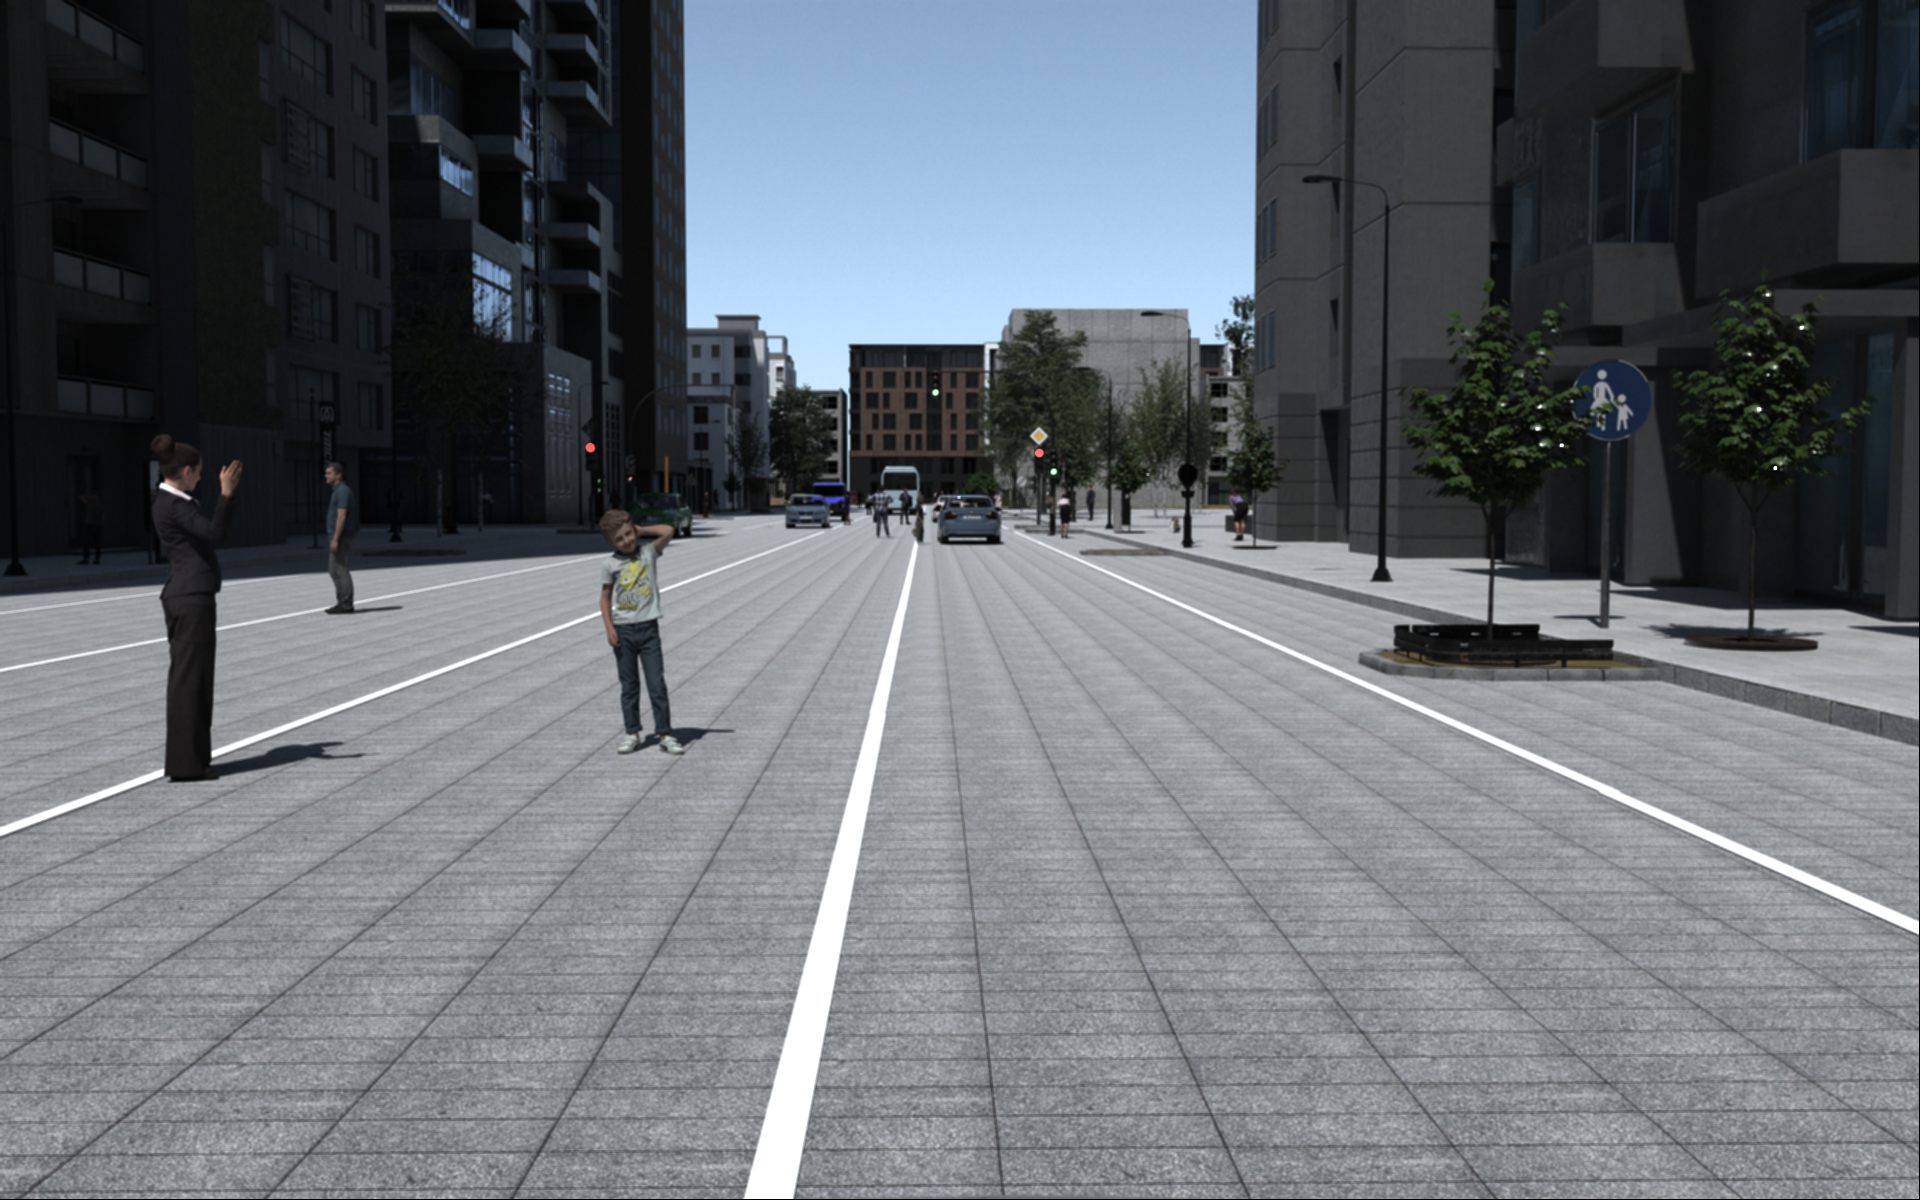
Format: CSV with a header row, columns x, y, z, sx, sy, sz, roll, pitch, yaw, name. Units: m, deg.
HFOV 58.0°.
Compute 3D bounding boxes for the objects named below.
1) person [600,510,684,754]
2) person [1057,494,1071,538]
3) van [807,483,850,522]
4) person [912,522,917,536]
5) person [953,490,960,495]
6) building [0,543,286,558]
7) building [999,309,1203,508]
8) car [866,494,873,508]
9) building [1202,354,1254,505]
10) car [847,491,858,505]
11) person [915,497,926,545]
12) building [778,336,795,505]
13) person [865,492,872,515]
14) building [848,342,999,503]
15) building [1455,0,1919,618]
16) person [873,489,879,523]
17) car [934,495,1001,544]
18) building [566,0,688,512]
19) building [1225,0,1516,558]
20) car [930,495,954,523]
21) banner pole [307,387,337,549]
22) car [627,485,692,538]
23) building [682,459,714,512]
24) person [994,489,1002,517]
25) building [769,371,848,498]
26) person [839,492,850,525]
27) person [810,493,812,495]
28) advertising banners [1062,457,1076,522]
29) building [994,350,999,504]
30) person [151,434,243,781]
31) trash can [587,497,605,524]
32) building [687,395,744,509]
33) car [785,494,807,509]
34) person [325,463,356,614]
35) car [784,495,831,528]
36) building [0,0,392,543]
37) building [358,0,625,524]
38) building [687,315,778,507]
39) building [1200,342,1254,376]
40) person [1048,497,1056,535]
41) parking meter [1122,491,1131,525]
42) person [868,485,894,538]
x,y,z,sx,sy,sz,roll,pitch,yaw,name
-1.765,0.172,9.591,0.435,1.345,0.340,-1,4,-15,person
3.405,-2.718,56.131,0.628,1.438,0.799,-2,4,-31,person
-6.908,-5.340,91.699,2.240,2.365,5.245,0,4,-2,van
-1.420,-2.408,58.352,0.381,0.543,0.357,0,4,3,person
-0.290,-6.912,122.191,0.565,1.739,0.600,-2,4,-25,person
-24.128,-21.560,36.107,14.154,41.232,14.086,0,4,-1,building
13.225,-18.808,173.962,16.747,18.905,31.486,0,4,-1,building
-8.723,-10.375,179.415,2.009,1.686,4.222,0,4,-1,car
44.719,-21.245,213.815,31.486,18.905,16.747,0,4,-1,building
-13.901,-12.905,219.675,2.281,1.827,5.304,0,4,-1,car
-1.101,-2.249,49.180,0.340,1.345,0.435,0,4,-8,person
-26.286,-21.808,212.987,11.380,20.091,16.016,0,4,-1,building
-6.212,-6.550,117.805,0.590,1.554,0.614,-2,4,-24,person
0.918,-24.660,247.162,32.646,21.610,27.936,0,4,-1,building
19.816,-24.359,17.884,23.786,49.044,30.456,0,4,-1,building
-4.121,-4.772,87.217,0.565,1.739,0.600,1,4,22,person
0.242,-2.378,50.878,2.014,1.417,4.499,0,4,-2,car
-25.432,-28.154,110.433,14.600,45.320,14.200,0,4,-1,building
18.944,-30.878,46.863,21.231,58.520,28.212,0,4,-1,building
-0.459,-4.638,88.196,2.083,1.381,4.827,0,4,-2,car
-15.068,-3.114,40.933,0.401,3.779,0.863,2,4,34,banner pole
-10.009,-2.988,57.646,1.959,1.807,4.718,0,4,-2,car
-29.166,-42.122,126.950,20.563,71.187,20.611,0,4,-1,building
2.355,-6.001,107.286,0.551,1.740,0.621,1,4,13,person
-31.825,-22.911,241.058,31.486,18.905,16.747,0,4,-1,building
-5.352,-4.251,80.381,0.546,1.535,0.453,0,4,1,person
-10.884,-7.221,128.016,0.517,1.644,0.566,0,4,7,person
5.025,-5.133,80.115,0.090,3.025,2.074,-1,4,-14,advertising banners
12.977,-20.754,205.788,16.747,18.905,31.486,0,4,-1,building
-3.760,0.038,8.689,0.742,1.727,0.445,2,4,24,person
-15.696,-3.861,74.778,0.748,1.137,0.748,0,3,0,trash can
-24.645,-13.407,161.353,9.099,9.664,28.070,0,4,-1,building
-10.884,-6.574,117.710,2.015,1.641,3.980,0,4,-3,car
-7.458,-0.741,20.746,0.434,1.807,0.598,0,4,-5,person
-6.494,-3.800,74.133,2.014,1.417,4.499,0,4,-2,car
-26.285,-22.670,54.250,14.086,41.232,14.154,0,4,-1,building
-29.115,-47.332,86.546,22.319,86.520,31.000,0,4,-1,building
-27.841,-19.832,180.666,16.016,20.091,11.380,0,4,-1,building
33.568,-24.666,247.257,32.646,21.610,27.936,0,4,-1,building
3.168,-2.913,60.045,0.340,1.345,0.435,0,4,-3,person
6.856,-3.857,71.466,0.372,1.533,0.369,0,3,0,parking meter
-2.544,-2.873,56.198,0.841,1.734,0.376,0,4,2,person
